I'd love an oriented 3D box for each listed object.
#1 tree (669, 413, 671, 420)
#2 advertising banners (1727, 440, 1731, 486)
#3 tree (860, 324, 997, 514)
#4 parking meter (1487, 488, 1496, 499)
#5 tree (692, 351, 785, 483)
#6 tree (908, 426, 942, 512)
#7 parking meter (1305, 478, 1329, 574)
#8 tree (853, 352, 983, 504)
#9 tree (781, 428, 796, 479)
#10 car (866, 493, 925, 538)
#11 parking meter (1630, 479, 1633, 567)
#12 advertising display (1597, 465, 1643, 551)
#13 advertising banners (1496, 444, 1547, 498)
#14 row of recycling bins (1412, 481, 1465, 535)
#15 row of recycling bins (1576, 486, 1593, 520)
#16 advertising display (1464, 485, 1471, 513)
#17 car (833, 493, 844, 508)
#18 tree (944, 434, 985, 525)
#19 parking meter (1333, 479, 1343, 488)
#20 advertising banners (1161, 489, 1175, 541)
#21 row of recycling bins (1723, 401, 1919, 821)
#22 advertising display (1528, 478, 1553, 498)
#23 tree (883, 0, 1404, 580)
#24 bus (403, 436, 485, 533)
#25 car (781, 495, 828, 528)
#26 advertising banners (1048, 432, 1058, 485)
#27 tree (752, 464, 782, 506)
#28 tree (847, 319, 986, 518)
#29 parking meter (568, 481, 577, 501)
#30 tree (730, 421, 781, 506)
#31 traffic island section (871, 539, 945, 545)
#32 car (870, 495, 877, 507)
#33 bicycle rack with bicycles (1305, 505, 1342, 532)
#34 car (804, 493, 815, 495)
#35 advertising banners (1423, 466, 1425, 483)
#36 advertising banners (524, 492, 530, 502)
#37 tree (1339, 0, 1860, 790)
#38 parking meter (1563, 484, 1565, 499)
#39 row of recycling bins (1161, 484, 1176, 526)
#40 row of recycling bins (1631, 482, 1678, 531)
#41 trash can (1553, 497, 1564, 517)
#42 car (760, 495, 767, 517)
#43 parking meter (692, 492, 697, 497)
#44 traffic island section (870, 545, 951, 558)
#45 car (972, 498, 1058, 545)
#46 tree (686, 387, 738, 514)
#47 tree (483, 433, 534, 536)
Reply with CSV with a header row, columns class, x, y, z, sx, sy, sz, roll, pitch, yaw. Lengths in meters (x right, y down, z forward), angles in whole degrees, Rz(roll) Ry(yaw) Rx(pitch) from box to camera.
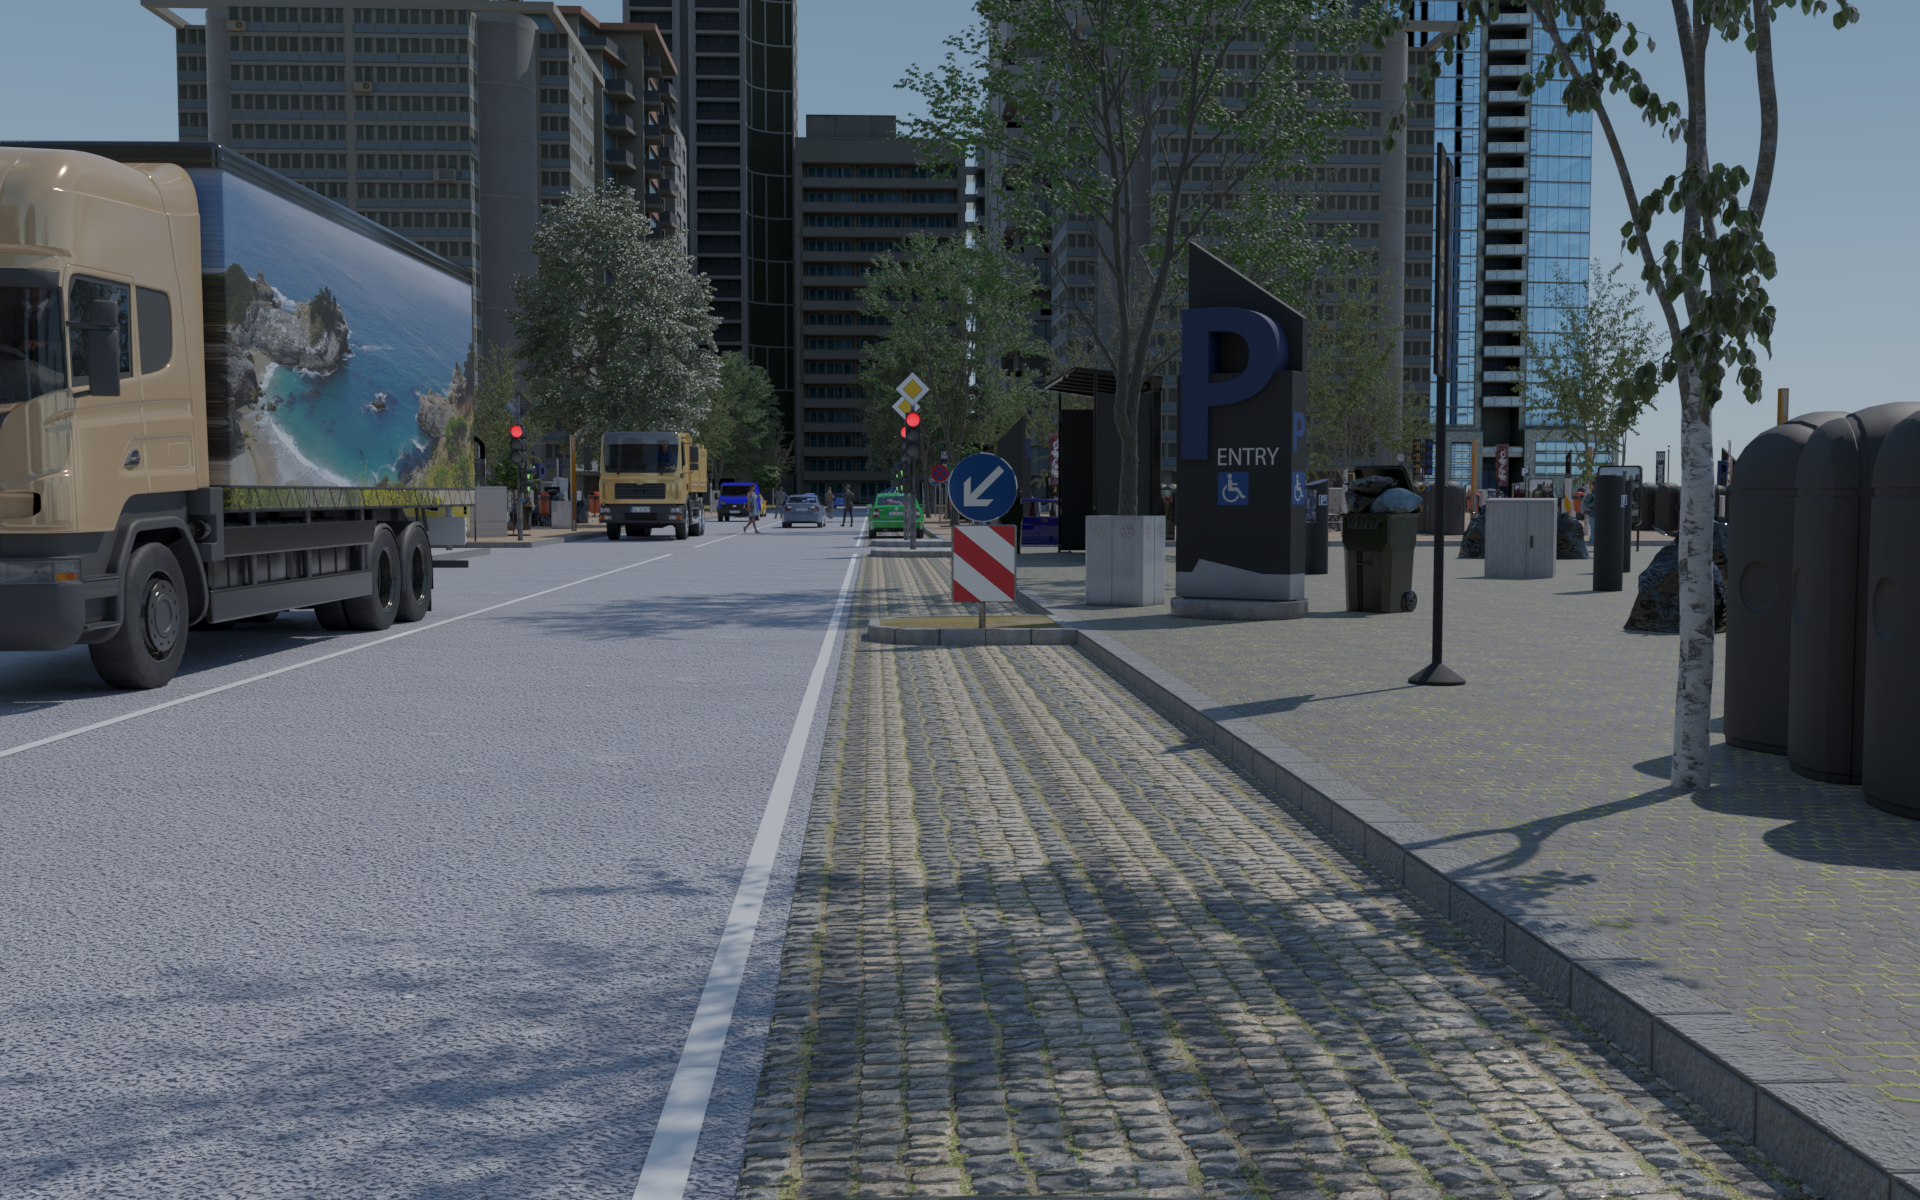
class,x,y,z,sx,sy,sz,roll,pitch,yaw
tree,-17.191,-12.062,122.971,9.928,11.665,9.643,0,3,0
advertising banners,25.263,-3.695,56.602,0.090,3.025,2.074,2,4,35
tree,-2.009,-12.057,114.141,9.611,12.733,9.660,0,3,0
parking meter,23.888,-4.248,77.862,0.372,1.533,0.369,0,3,0
tree,-17.717,-13.412,137.415,7.486,12.596,7.792,0,3,0
tree,-2.591,-10.607,123.791,4.737,8.622,4.395,0,3,0
parking meter,5.717,-1.183,27.758,0.372,1.533,0.369,0,3,0
tree,-3.410,-13.800,135.994,12.009,13.543,11.850,0,3,0
tree,-19.527,-14.215,182.772,4.360,8.622,3.978,0,3,0
car,-2.110,-2.944,56.937,1.959,1.807,4.718,0,4,-3
parking meter,10.798,-1.220,28.363,0.372,1.533,0.369,0,3,0
advertising display,14.822,-2.063,38.942,0.974,1.923,0.123,3,5,40
advertising banners,19.327,-3.886,59.719,0.090,3.025,2.074,-3,4,-36
row of recycling bins,15.381,-2.952,55.380,1.069,1.692,3.534,0,4,2
row of recycling bins,30.944,-4.687,83.737,1.069,1.692,3.534,-1,4,-11
advertising display,34.784,-6.936,118.624,0.123,1.923,0.974,3,4,38
car,-11.867,-10.088,174.531,1.945,1.707,3.694,0,4,-2
tree,0.442,-3.743,55.797,1.663,3.219,1.824,0,3,0
parking meter,15.126,-3.891,69.328,0.255,1.863,0.399,-2,4,-34
advertising banners,6.426,-3.164,47.918,2.074,3.025,0.090,-1,4,-13
row of recycling bins,4.231,-0.015,7.351,1.069,1.692,3.534,0,4,3
advertising display,23.742,-4.014,70.842,0.974,1.923,0.123,1,4,8
tree,2.546,-6.104,25.554,9.928,11.665,9.643,0,3,0
bus,-18.423,-3.178,43.513,12.252,3.916,2.896,0,4,-4
car,-6.726,-3.837,74.739,2.014,1.417,4.499,0,4,-2
advertising banners,3.209,-3.198,48.471,0.090,3.025,2.074,-3,5,-42
tree,-18.996,-11.326,168.891,4.285,4.588,4.351,0,3,0
tree,-2.002,-9.658,92.316,7.601,10.594,8.767,1,4,20
parking meter,-17.385,-4.402,77.687,0.399,1.863,0.255,0,4,-7
tree,-18.960,-12.524,155.122,4.360,8.622,3.978,0,3,0
traffic island section,-1.466,-1.578,48.088,2.009,0.180,2.903,0,4,-3
car,-6.594,-8.126,145.442,1.945,1.354,3.894,0,4,-1
bicycle rack with bicycles,12.092,-2.738,58.152,2.925,0.926,2.852,-1,4,-13
car,-16.480,-11.028,189.904,1.945,1.707,3.694,0,4,-3
advertising banners,28.512,-6.826,107.797,0.090,3.025,2.074,0,4,-8
advertising banners,-21.893,-5.572,87.294,0.090,3.025,2.074,0,4,-3
tree,2.960,-3.483,7.317,4.360,8.622,3.978,0,3,0
parking meter,42.204,-7.022,120.527,0.255,1.863,0.399,3,4,36
row of recycling bins,8.193,-3.919,71.192,1.069,1.692,3.534,-1,4,-14
row of recycling bins,24.391,-3.257,60.372,1.069,1.692,3.534,-2,4,-30
trash can,26.829,-4.067,78.151,0.748,1.137,0.748,0,3,0
car,-13.013,-5.970,107.828,2.015,1.641,3.980,0,4,-2
parking meter,-16.275,-5.970,106.025,0.372,1.533,0.369,0,3,0
traffic island section,-1.067,-1.091,40.113,2.009,0.180,2.903,0,4,-3
car,2.194,-1.864,43.055,3.894,1.354,1.945,0,4,-2
tree,-16.656,-10.009,114.002,4.737,8.622,4.395,0,3,0
tree,-13.665,-3.574,53.033,1.663,3.219,1.824,0,3,0
